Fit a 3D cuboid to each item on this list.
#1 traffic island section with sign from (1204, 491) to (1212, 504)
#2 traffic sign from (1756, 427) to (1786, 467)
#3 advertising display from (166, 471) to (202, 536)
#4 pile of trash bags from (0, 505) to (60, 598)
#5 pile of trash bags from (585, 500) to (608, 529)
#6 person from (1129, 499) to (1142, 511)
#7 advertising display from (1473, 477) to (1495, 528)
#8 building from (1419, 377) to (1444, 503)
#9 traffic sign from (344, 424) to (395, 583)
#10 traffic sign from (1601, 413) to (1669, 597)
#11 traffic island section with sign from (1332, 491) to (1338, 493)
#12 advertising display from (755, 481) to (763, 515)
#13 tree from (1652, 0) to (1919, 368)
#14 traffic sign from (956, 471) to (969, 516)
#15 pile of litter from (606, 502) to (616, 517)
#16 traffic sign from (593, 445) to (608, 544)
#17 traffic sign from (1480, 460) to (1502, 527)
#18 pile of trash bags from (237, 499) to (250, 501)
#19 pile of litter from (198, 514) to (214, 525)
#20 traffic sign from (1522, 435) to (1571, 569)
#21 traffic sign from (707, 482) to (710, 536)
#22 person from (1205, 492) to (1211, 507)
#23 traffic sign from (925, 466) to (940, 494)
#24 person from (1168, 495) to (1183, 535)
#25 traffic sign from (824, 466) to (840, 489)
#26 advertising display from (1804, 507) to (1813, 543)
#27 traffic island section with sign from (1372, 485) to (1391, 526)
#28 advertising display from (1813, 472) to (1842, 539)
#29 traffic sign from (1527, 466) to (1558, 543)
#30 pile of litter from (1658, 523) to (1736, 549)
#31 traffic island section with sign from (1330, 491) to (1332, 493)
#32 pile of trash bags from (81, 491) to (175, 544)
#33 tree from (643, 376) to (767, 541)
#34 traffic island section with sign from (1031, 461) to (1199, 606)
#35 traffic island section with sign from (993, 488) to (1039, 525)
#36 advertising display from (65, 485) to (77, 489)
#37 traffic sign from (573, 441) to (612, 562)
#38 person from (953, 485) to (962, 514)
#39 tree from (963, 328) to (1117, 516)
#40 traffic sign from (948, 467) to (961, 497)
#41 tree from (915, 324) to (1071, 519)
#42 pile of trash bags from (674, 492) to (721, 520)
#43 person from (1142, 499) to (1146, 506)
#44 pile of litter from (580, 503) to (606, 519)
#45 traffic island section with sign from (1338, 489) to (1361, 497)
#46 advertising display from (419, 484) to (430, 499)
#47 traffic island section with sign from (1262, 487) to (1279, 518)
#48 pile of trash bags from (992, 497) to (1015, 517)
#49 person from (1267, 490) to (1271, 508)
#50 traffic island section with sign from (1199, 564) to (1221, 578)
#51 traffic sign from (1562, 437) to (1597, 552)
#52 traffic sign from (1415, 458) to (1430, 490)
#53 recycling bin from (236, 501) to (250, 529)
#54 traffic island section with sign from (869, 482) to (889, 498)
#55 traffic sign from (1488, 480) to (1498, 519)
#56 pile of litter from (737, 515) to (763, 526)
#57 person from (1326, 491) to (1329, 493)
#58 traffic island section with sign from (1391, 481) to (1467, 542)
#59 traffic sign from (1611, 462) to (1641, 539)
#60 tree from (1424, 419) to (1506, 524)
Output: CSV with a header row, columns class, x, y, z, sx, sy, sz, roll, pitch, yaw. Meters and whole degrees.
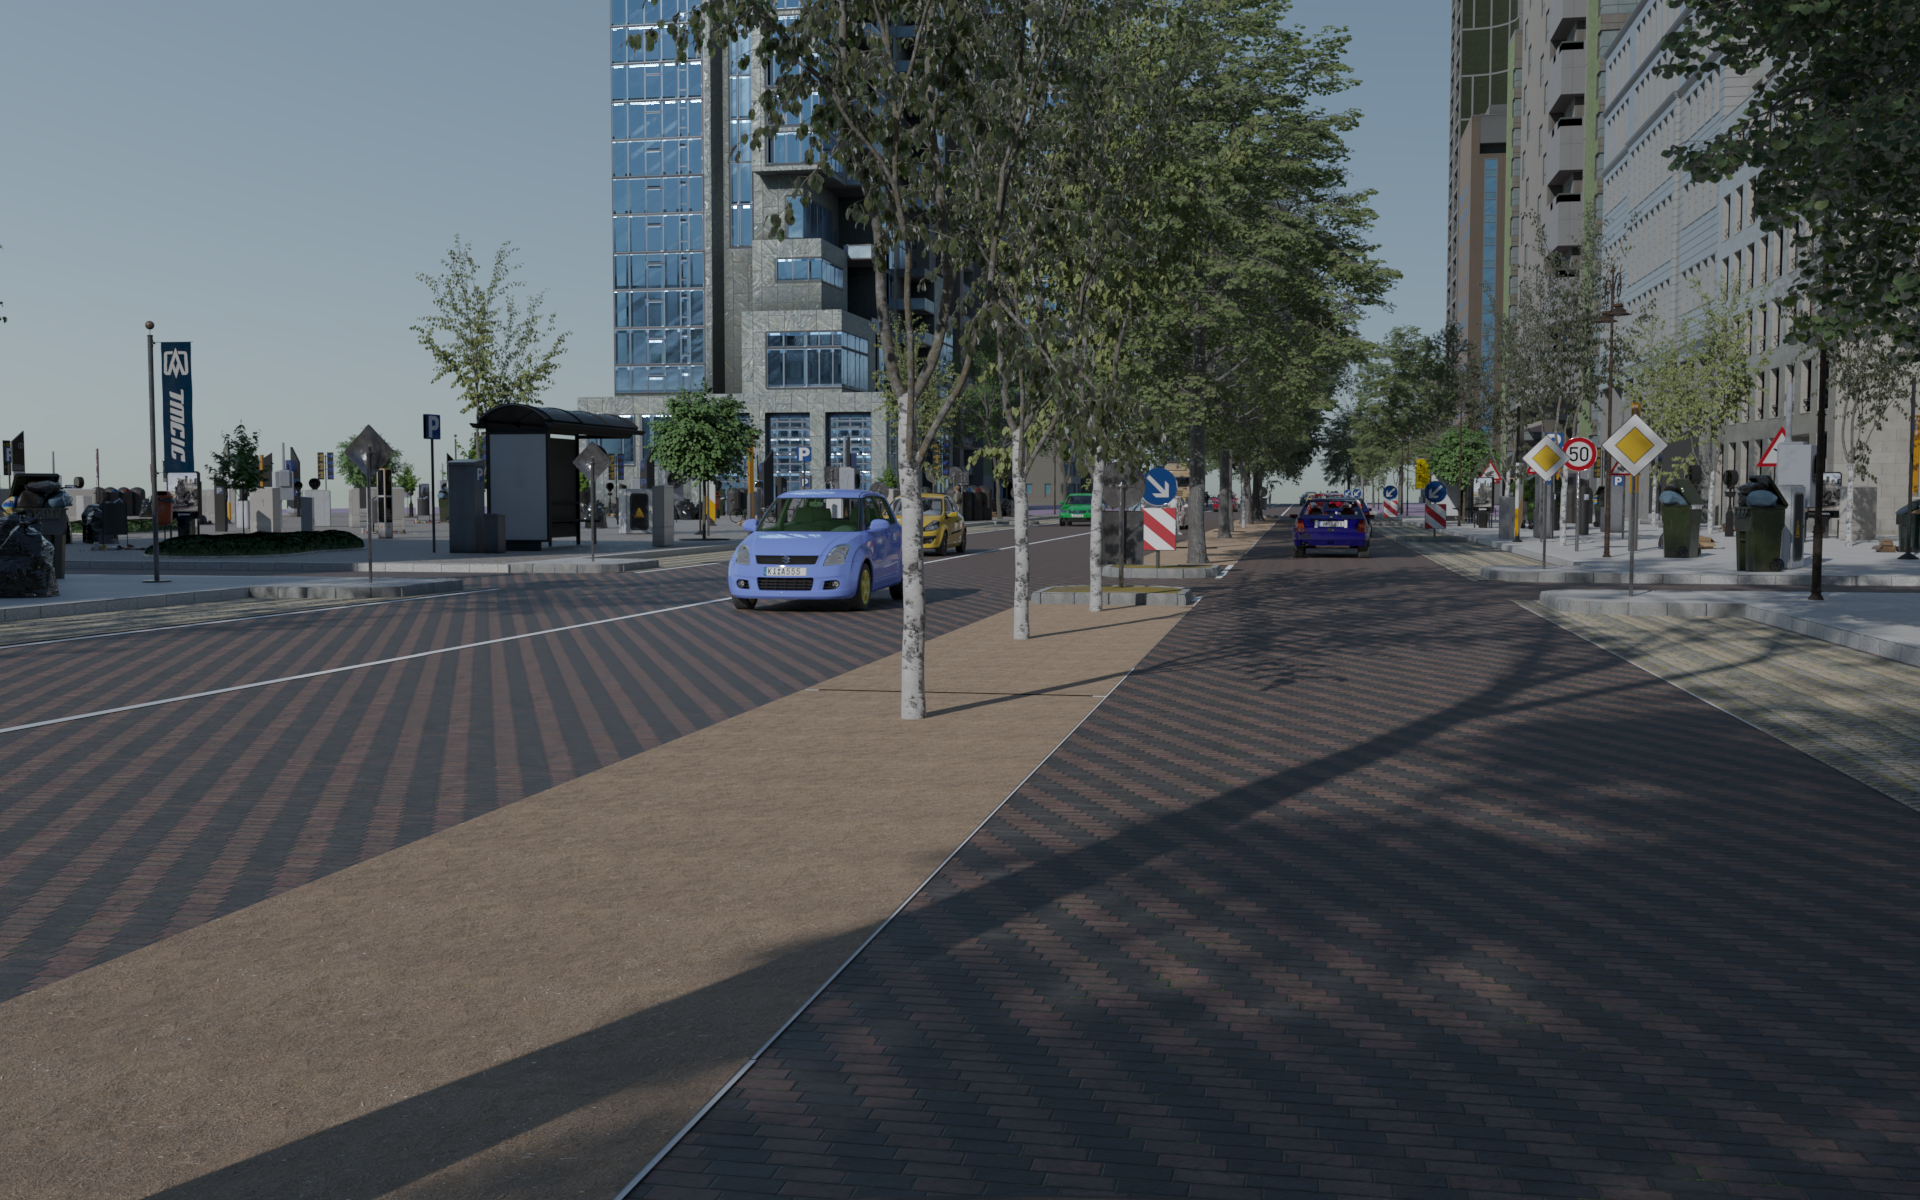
class,x,y,z,sx,sy,sz,roll,pitch,yaw
traffic island section with sign,33.669,-14.025,237.943,1.989,1.847,2.006,1,4,11
traffic sign,15.887,-2.052,33.559,0.884,2.594,0.081,1,4,14
advertising display,-21.673,-2.640,48.374,0.974,1.923,0.123,1,4,9
pile of trash bags,-13.120,-0.727,21.635,3.447,1.369,1.912,-1,4,-19
pile of trash bags,-14.854,-3.376,64.958,3.447,1.369,1.912,0,4,2
person,4.997,-2.462,49.024,0.793,1.790,0.793,-1,4,-22
advertising display,19.697,-3.668,65.180,0.123,1.923,0.974,-2,4,-29
building,78.998,-24.170,240.211,27.650,21.520,28.899,1,4,11
traffic sign,-8.517,-1.305,24.978,0.795,2.450,0.064,1,4,11
traffic sign,8.395,-1.099,21.616,0.795,2.450,0.064,1,4,11
traffic island section with sign,34.315,-8.891,153.998,1.989,1.847,2.006,1,4,11
advertising display,-9.973,-4.940,85.983,0.123,1.923,0.974,1,4,11
tree,9.413,-6.467,12.395,9.857,13.997,8.962,0,3,0
traffic sign,0.093,-4.615,77.586,0.606,2.300,0.079,1,4,19
pile of litter,-19.700,-5.209,99.138,1.719,0.858,1.176,0,4,-4
traffic sign,-9.373,-2.709,44.401,0.768,2.556,0.104,1,4,15
traffic sign,20.315,-4.062,66.411,0.884,2.594,0.081,1,4,20
pile of trash bags,-41.330,-5.562,100.686,3.447,1.369,1.912,-2,4,-30
pile of litter,-32.150,-3.583,72.546,1.719,0.858,1.176,0,4,-1
traffic sign,9.948,-1.578,29.449,0.795,2.450,0.064,1,4,11
traffic sign,-7.649,-3.210,52.586,0.768,2.556,0.104,1,4,16
person,28.167,-11.466,196.785,0.721,1.723,1.217,-2,4,-27
traffic sign,-1.166,-4.666,76.388,0.768,2.556,0.104,1,4,14
person,7.589,-3.051,60.981,0.503,1.515,0.523,-1,4,-13
traffic sign,-4.737,-3.791,64.118,0.606,2.300,0.079,1,4,14
advertising display,21.934,-2.462,45.475,0.974,1.923,0.123,-2,4,-29
traffic island section with sign,19.351,-4.273,78.493,1.989,1.847,2.006,1,4,11
advertising display,24.955,-2.746,50.114,0.974,1.923,0.123,2,4,25
traffic sign,15.396,-2.801,45.806,0.884,2.594,0.081,1,4,12
pile of litter,17.061,-1.617,40.401,1.719,0.858,1.176,0,4,-2
traffic island section with sign,45.141,-12.227,208.544,1.989,1.847,2.006,1,4,11
pile of trash bags,-22.397,-2.177,45.348,3.447,1.369,1.912,-1,4,-15
tree,-7.113,-3.945,48.215,4.285,4.588,4.351,0,3,0
traffic island section with sign,2.092,-0.920,23.183,2.006,1.907,1.989,1,4,11
traffic island section with sign,2.695,-4.468,81.687,1.989,1.847,2.006,1,4,11
advertising display,-61.514,-7.024,120.054,0.123,1.923,0.974,3,5,40
traffic sign,-6.964,-1.784,32.811,0.795,2.450,0.064,1,4,11
person,-0.143,-3.463,65.665,0.362,1.759,0.519,2,4,31
tree,3.807,-10.791,102.194,9.928,11.665,9.643,0,3,0
traffic sign,-0.271,-4.910,80.380,0.768,2.556,0.104,1,4,19
tree,1.921,-9.448,88.883,8.767,10.594,7.601,-2,4,-25
pile of trash bags,-13.256,-4.712,86.787,1.912,1.369,3.447,2,4,35
person,8.462,-4.270,78.498,0.728,1.800,0.709,3,5,43
pile of litter,-17.951,-4.259,83.605,1.176,0.858,1.719,-1,4,-21
traffic island section with sign,28.992,-7.247,127.119,1.989,1.847,2.006,1,4,11
advertising display,-32.847,-6.176,106.193,0.123,1.923,0.974,1,4,16
traffic island section with sign,18.147,-5.873,104.158,2.006,1.907,1.989,1,4,11
pile of trash bags,1.553,-5.385,97.789,3.447,1.369,1.912,-1,4,-9
person,30.855,-10.036,172.666,0.705,1.814,1.350,1,4,21
traffic island section with sign,3.542,-1.365,30.447,2.006,1.907,1.989,1,4,11
traffic sign,13.787,-2.357,38.635,0.768,2.556,0.104,1,4,18
traffic sign,26.638,-6.302,96.905,2.265,3.308,0.079,1,4,14
recycling bin,-26.156,-3.136,63.828,0.722,1.027,0.722,3,4,36
traffic island section with sign,-2.638,-2.821,54.755,1.989,1.847,2.006,1,4,11
traffic sign,25.554,-5.119,83.702,0.884,2.594,0.081,1,4,20
pile of litter,-8.429,-3.395,69.474,1.176,0.858,1.719,1,4,18
person,40.886,-11.257,192.517,0.705,1.831,1.348,-1,4,-9
traffic island section with sign,14.117,-2.656,52.049,1.989,1.847,2.006,1,4,11
traffic sign,19.136,-3.054,49.931,0.884,2.594,0.081,1,4,13
tree,21.863,-5.577,74.898,4.285,4.588,4.351,0,3,0
